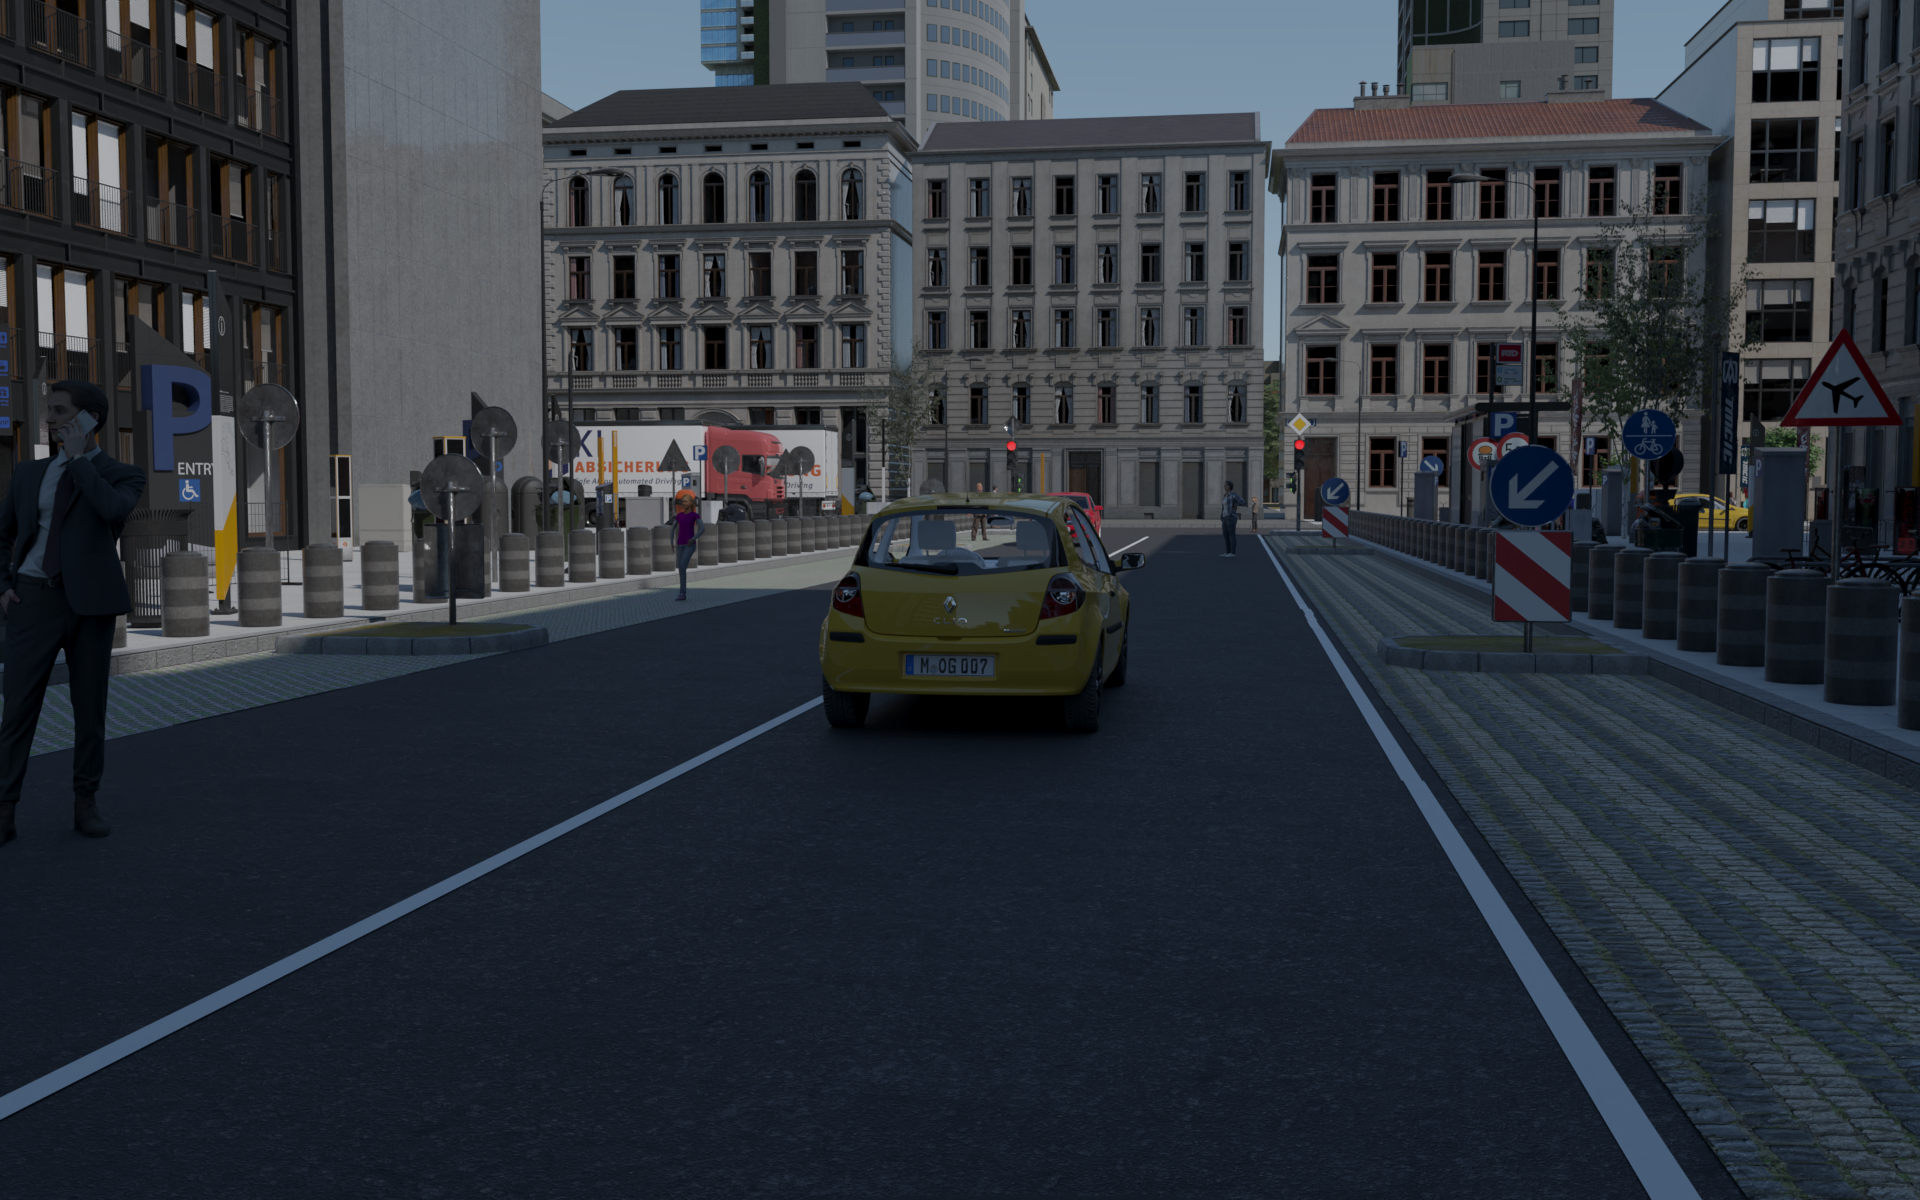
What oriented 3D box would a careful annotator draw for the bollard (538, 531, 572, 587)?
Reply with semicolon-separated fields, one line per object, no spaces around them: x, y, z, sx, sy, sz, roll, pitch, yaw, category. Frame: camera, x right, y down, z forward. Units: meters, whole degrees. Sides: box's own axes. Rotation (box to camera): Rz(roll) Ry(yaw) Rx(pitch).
-5.678;-0.566;23.965;0.404;0.777;0.398;0;3;0;bollard

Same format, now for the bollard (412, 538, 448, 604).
-6.240;-0.348;20.400;0.404;0.777;0.398;0;3;0;bollard

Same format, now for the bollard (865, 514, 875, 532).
-2.473;-1.808;44.274;0.404;0.777;0.398;0;3;0;bollard

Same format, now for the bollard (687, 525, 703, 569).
-4.735;-0.930;29.926;0.404;0.777;0.398;0;3;0;bollard

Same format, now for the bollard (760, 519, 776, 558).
-3.979;-1.224;34.724;0.404;0.777;0.398;0;3;0;bollard

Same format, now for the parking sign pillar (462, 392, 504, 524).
-12.434;-3.468;45.181;1.447;3.967;1.447;3;5;43;parking sign pillar

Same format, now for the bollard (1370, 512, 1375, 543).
10.994;-1.865;45.203;0.404;0.777;0.398;0;3;0;bollard

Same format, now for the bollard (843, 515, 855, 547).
-2.851;-1.661;41.882;0.404;0.777;0.398;0;3;0;bollard

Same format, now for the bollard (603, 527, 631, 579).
-5.302;-0.711;26.346;0.404;0.777;0.398;0;3;0;bollard

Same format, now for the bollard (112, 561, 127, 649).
-7.177;0.017;14.441;0.404;0.777;0.398;0;3;0;bollard

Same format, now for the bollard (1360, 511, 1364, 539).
11.558;-2.084;48.789;0.404;0.777;0.398;0;3;0;bollard

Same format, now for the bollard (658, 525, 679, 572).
-4.924;-0.858;28.739;0.404;0.777;0.398;0;3;0;bollard

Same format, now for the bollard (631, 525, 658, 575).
-5.111;-0.785;27.552;0.404;0.777;0.398;0;3;0;bollard

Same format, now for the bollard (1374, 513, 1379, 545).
10.799;-1.791;44.004;0.404;0.777;0.398;0;3;0;bollard

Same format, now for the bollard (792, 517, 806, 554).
-3.606;-1.369;37.104;0.404;0.777;0.398;0;3;0;bollard

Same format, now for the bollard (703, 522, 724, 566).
-4.547;-1.004;31.124;0.404;0.777;0.398;0;3;0;bollard

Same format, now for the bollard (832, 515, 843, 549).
-3.040;-1.588;40.676;0.404;0.777;0.398;0;3;0;bollard

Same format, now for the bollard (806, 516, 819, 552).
-3.416;-1.442;38.301;0.404;0.777;0.398;0;3;0;bollard

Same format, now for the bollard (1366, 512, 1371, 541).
11.180;-1.937;46.394;0.404;0.777;0.398;0;3;0;bollard

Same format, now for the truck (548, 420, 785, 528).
-11.754;-4.773;66.953;11.283;4.237;2.839;1;4;9;truck

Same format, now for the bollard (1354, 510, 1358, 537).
11.930;-2.229;51.164;0.404;0.777;0.398;0;3;0;bollard

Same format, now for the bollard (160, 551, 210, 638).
-6.995;-0.056;15.629;0.404;0.777;0.398;0;3;0;bollard

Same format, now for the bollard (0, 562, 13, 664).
-7.365;0.090;13.251;0.404;0.777;0.398;0;3;0;bollard

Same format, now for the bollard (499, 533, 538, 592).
-5.863;-0.493;22.777;0.404;0.777;0.398;0;3;0;bollard

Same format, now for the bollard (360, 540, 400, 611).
-6.429;-0.274;19.199;0.404;0.777;0.398;0;3;0;bollard

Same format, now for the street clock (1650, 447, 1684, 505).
10.773;-1.339;26.460;0.358;2.002;0.471;-2;4;-29;street clock

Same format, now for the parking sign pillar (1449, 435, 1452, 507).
22.714;-5.474;77.974;1.447;3.967;1.447;1;4;22;parking sign pillar

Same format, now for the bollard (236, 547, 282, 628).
-6.802;-0.128;16.815;0.404;0.777;0.398;0;3;0;bollard

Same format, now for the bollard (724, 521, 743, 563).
-4.357;-1.077;32.332;0.404;0.777;0.398;0;3;0;bollard

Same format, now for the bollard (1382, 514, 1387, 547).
10.424;-1.645;41.611;0.404;0.777;0.398;0;3;0;bollard

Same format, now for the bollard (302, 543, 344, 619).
-6.621;-0.201;18.005;0.404;0.777;0.398;0;3;0;bollard

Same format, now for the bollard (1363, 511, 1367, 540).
11.367;-2.011;47.592;0.404;0.777;0.398;0;3;0;bollard

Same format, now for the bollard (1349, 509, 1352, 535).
12.311;-2.376;53.568;0.404;0.777;0.398;0;3;0;bollard

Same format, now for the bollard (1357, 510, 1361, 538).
11.744;-2.157;49.976;0.404;0.777;0.398;0;3;0;bollard

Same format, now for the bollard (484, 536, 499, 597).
-6.052;-0.420;21.589;0.404;0.777;0.398;0;3;0;bollard

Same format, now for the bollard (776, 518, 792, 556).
-3.791;-1.297;35.916;0.404;0.777;0.398;0;3;0;bollard

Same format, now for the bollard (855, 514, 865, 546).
-2.661;-1.735;43.087;0.404;0.777;0.398;0;3;0;bollard

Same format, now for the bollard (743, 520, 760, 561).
-4.169;-1.150;33.520;0.404;0.777;0.398;0;3;0;bollard

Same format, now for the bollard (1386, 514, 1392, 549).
10.236;-1.572;40.424;0.404;0.777;0.398;0;3;0;bollard

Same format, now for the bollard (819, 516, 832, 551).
-3.229;-1.515;39.490;0.404;0.777;0.398;0;3;0;bollard

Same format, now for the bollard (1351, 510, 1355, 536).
12.123;-2.303;52.364;0.404;0.777;0.398;0;3;0;bollard

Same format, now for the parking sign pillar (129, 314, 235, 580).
-11.944;-2.328;26.542;1.447;3.967;1.447;2;4;34;parking sign pillar

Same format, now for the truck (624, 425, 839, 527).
-10.792;-5.069;71.794;11.283;4.237;2.839;0;4;8;truck

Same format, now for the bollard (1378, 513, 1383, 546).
10.617;-1.718;42.801;0.404;0.777;0.398;0;3;0;bollard

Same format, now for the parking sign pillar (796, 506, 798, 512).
-9.703;-7.443;110.172;1.447;3.967;1.447;2;4;27;parking sign pillar

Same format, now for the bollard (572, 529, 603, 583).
-5.491;-0.639;25.159;0.404;0.777;0.398;0;3;0;bollard
